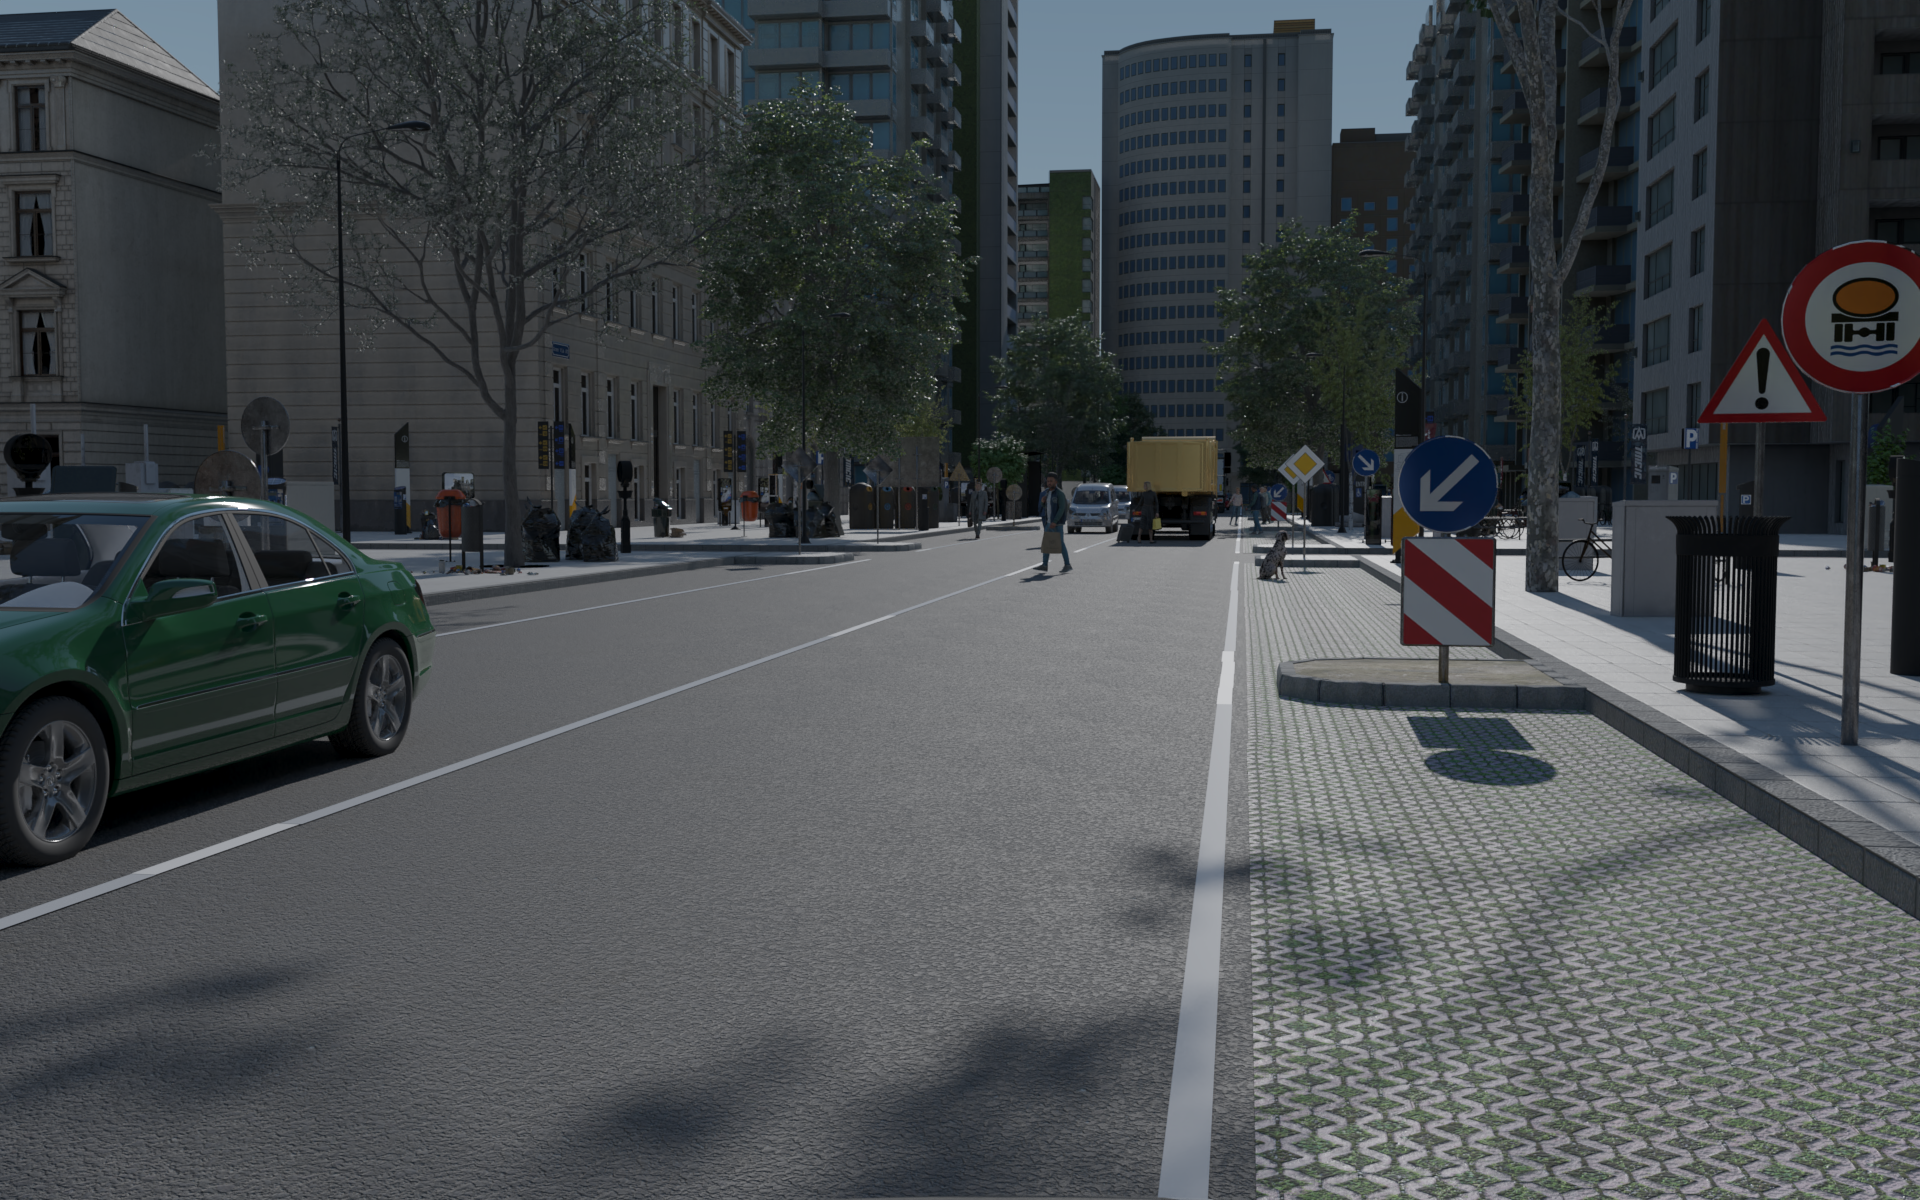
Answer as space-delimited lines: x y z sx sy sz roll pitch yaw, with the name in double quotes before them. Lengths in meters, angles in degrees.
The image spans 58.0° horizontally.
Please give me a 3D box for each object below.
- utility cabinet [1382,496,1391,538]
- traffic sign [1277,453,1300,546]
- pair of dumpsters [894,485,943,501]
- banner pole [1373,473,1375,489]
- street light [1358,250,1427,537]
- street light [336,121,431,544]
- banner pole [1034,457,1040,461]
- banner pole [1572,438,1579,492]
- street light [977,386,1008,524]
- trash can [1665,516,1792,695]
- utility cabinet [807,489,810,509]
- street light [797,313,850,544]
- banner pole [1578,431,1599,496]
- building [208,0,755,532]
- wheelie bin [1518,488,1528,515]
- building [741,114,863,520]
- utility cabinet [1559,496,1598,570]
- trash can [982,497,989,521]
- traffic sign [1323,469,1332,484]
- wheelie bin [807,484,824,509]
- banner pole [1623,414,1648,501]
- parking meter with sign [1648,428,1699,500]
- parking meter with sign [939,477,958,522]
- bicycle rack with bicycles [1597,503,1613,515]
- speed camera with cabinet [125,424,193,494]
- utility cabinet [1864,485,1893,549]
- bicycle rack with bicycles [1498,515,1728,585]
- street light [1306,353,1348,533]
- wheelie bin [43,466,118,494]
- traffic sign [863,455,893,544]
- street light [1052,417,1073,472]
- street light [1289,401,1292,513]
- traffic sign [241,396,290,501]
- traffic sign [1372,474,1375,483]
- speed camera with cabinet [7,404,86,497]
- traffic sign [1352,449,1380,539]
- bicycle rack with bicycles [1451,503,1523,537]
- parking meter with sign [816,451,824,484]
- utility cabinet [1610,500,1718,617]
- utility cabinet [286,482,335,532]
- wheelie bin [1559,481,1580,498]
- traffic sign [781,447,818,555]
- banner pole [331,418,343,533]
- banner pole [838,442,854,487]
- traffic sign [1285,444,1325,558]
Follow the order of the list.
"utility cabinet" 12.737 -2.408 50.537 1.020 1.237 0.306 3 4 38
"traffic sign" 8.242 -2.398 42.844 0.795 2.450 0.064 1 4 9
"pair of dumpsters" -1.875 -4.485 75.822 1.574 2.255 4.437 1 4 9
"banner pole" 25.304 -7.088 105.909 0.401 3.779 0.863 0 4 5
"street light" 8.274 -3.699 33.025 1.470 5.913 1.316 1 4 9
"street light" -7.266 -3.012 21.795 1.470 5.913 1.316 1 4 9
"banner pole" 4.714 -7.131 106.608 0.401 3.779 0.863 2 4 32
"banner pole" 27.598 -5.345 77.407 0.863 3.779 0.401 -1 4 -17
"street light" 1.355 -6.237 74.509 1.470 5.913 1.316 1 4 9
"trash can" 4.961 0.026 11.226 0.748 1.137 0.748 0 3 0
"utility cabinet" -6.537 -4.401 80.633 1.173 1.500 0.318 -1 4 -10
"street light" -3.498 -4.407 44.589 1.470 5.913 1.316 1 4 9
"banner pole" 25.132 -4.822 68.857 0.401 3.779 0.863 -1 4 -13
"building" -17.633 -16.685 70.058 12.463 27.353 25.104 1 4 9
"wheelie bin" 29.617 -5.071 90.813 0.693 1.594 0.980 1 4 20
"building" -14.315 -15.458 94.541 13.314 21.916 24.055 1 4 9
"utility cabinet" 10.167 -1.110 29.306 1.020 1.237 0.306 1 4 9
"trash can" 1.023 -4.339 82.600 0.748 1.137 0.748 0 3 0
"traffic sign" 18.842 -5.501 89.944 0.884 2.594 0.081 1 4 10
"wheelie bin" -4.589 -2.978 56.603 0.693 1.594 0.980 3 4 36
"banner pole" 21.127 -3.937 54.382 0.863 3.779 0.401 1 4 19
"parking meter with sign" 18.943 -3.081 46.643 0.543 3.016 1.738 -2 4 -27
"parking meter with sign" -0.895 -5.070 79.161 1.738 3.016 0.543 2 4 35
"bicycle rack with bicycles" 26.881 -3.523 70.988 2.852 0.926 2.925 1 4 18
"speed camera with cabinet" -23.077 -3.402 49.959 0.660 3.252 2.038 1 4 18
"utility cabinet" 21.085 -1.922 40.101 1.173 1.500 0.318 -2 4 -27
"bicycle rack with bicycles" 9.890 -0.703 24.871 2.925 0.926 2.852 -1 4 -21
"street light" 12.080 -5.171 57.093 1.470 5.913 1.316 1 4 9
"wheelie bin" -9.817 -0.704 19.413 0.980 1.594 0.693 -1 4 -18
"traffic sign" -2.112 -2.502 44.547 0.795 2.450 0.064 1 4 9
"street light" 6.102 -8.036 103.925 1.470 5.913 1.316 1 4 9
"street light" 16.857 -6.967 86.452 1.470 5.913 1.316 1 4 9
"traffic sign" -9.085 -1.378 22.638 0.768 2.556 0.104 1 4 18
"traffic sign" 22.701 -5.887 96.365 0.768 2.556 0.104 1 4 10
"speed camera with cabinet" -20.245 -2.717 38.752 0.660 3.252 2.038 1 4 21
"traffic sign" 11.567 -3.012 49.357 0.768 2.556 0.104 1 4 16
"bicycle rack with bicycles" 15.243 -2.212 49.543 2.925 0.926 2.852 2 4 34
"parking meter with sign" -5.393 -4.564 70.875 0.543 3.016 1.738 1 4 11
"utility cabinet" 7.390 -0.431 18.203 1.020 1.237 0.306 0 4 -6
"utility cabinet" -11.769 -1.372 31.104 0.318 1.500 1.173 1 4 22
"wheelie bin" 14.323 -2.052 41.452 0.980 1.594 0.693 1 4 22
"traffic sign" -3.397 -2.020 36.665 0.795 2.450 0.064 1 4 9
"banner pole" -20.352 -4.074 56.627 0.401 3.779 0.863 0 4 3
"banner pole" -4.863 -5.080 73.070 0.863 3.779 0.401 0 4 -2
"traffic sign" 6.957 -1.916 34.962 0.795 2.450 0.064 1 4 9
